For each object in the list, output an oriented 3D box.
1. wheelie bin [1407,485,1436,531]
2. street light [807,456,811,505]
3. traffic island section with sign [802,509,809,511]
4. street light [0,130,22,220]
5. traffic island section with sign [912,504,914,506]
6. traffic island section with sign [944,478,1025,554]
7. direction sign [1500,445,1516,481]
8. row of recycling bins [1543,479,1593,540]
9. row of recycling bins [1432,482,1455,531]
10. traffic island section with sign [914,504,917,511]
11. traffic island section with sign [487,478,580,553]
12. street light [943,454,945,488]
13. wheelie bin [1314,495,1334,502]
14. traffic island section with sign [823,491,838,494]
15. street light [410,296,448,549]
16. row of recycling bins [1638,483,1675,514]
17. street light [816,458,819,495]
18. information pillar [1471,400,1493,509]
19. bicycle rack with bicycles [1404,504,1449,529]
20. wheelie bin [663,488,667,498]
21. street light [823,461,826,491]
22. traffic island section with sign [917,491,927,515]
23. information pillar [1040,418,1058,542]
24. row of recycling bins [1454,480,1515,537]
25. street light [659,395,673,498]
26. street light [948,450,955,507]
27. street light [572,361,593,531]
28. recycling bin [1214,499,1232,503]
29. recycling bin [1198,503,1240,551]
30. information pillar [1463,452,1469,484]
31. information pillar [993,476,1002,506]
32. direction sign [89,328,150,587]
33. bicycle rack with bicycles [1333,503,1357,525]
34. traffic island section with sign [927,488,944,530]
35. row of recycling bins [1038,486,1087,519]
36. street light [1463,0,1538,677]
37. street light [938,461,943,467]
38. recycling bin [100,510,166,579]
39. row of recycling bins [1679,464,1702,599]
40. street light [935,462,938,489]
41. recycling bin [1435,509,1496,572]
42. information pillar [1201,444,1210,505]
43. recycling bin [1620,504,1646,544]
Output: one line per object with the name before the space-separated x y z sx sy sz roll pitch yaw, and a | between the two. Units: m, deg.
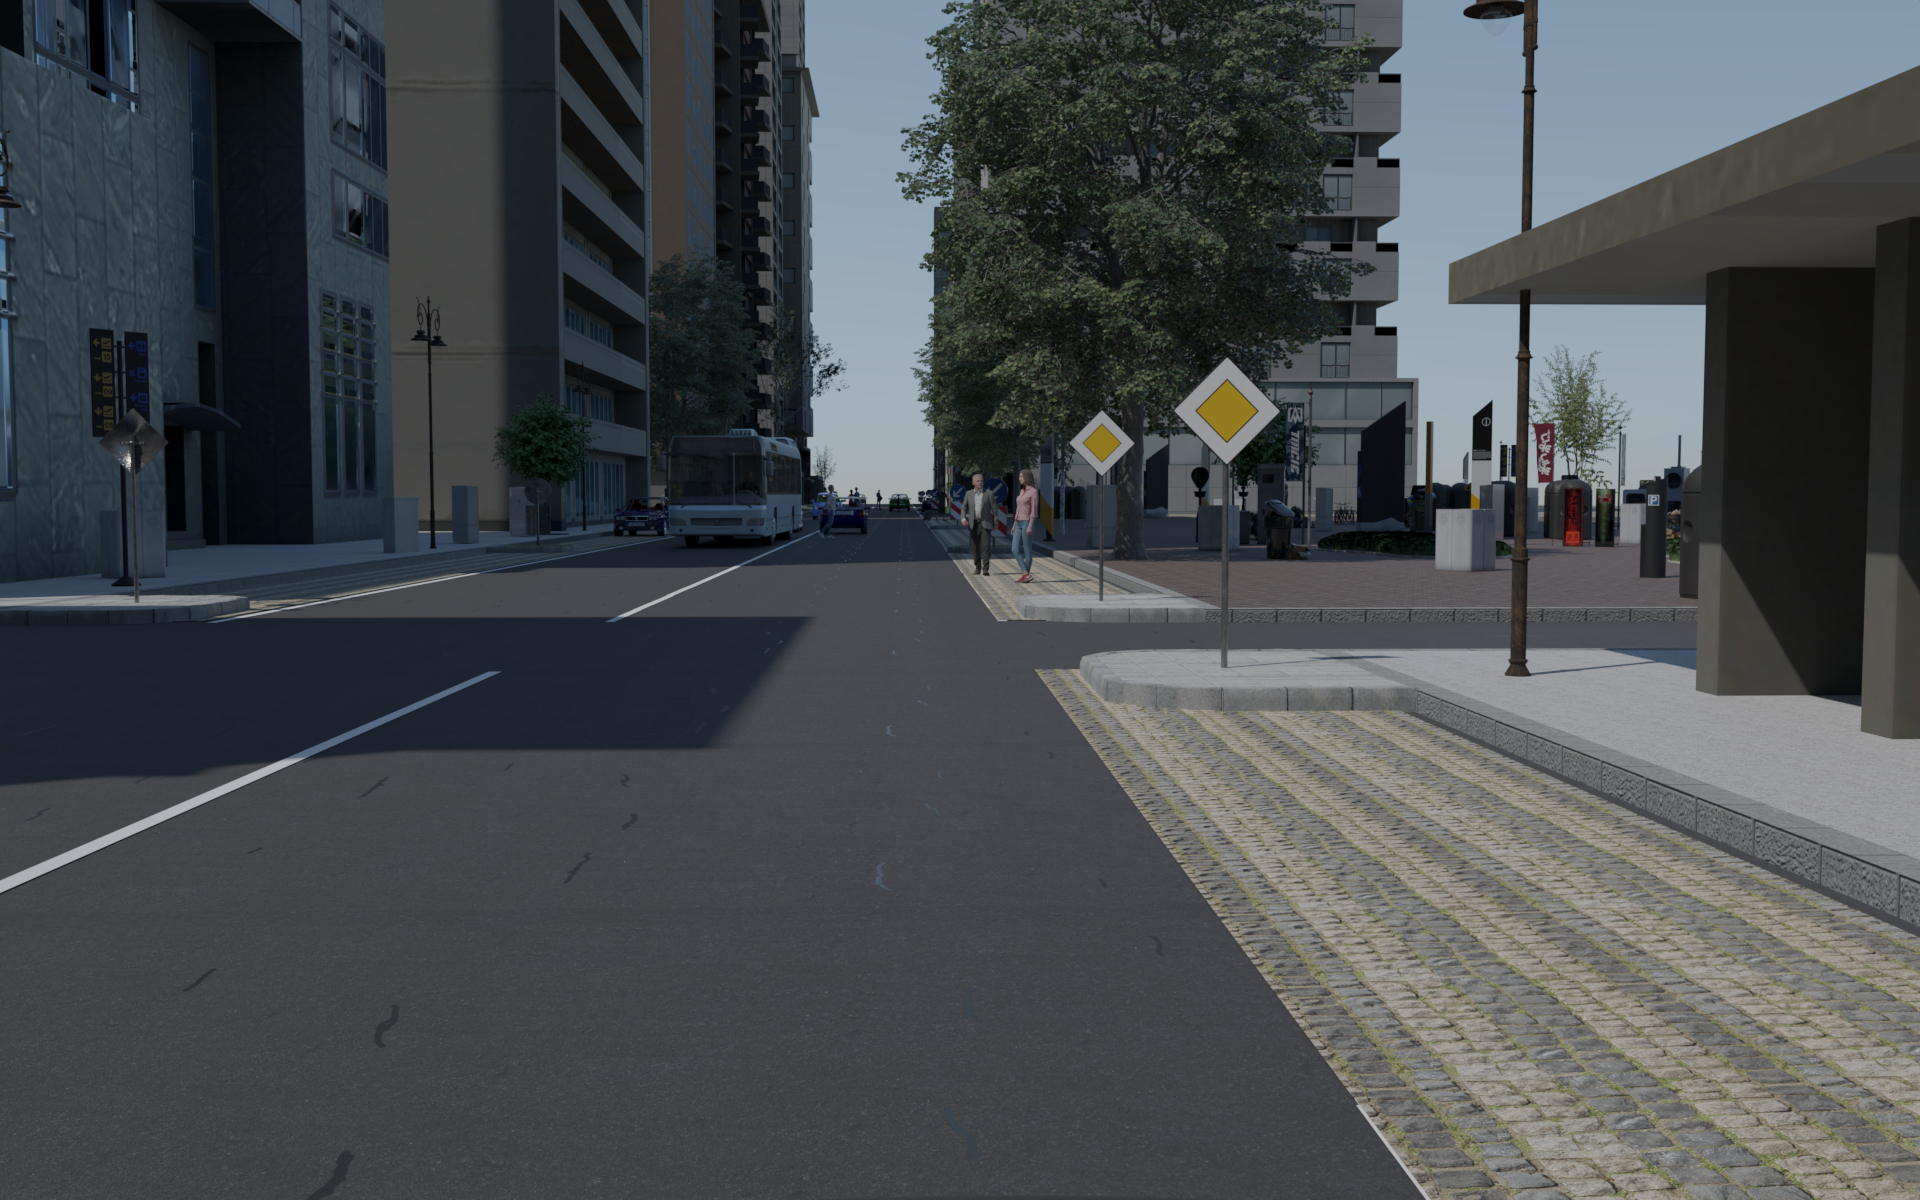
wheelie bin | 16.013 -3.185 59.982 0.980 1.594 0.693 0 4 -2
street light | -17.520 -13.900 200.057 0.468 5.910 1.993 0 4 -2
traffic island section with sign | -13.845 -8.485 147.363 1.989 1.847 2.006 0 4 -2
street light | -11.701 -2.922 20.555 0.468 5.910 1.993 0 4 -2
traffic island section with sign | -4.503 -11.903 203.246 1.989 1.847 2.006 0 4 -2
traffic island section with sign | 0.690 -2.061 42.318 1.989 1.847 2.006 0 4 -2
direction sign | 25.113 -5.337 79.259 0.876 3.537 0.379 0 4 -8
row of recycling bins | 17.386 -2.605 49.700 1.069 1.692 3.534 1 4 10
row of recycling bins | 18.152 -3.314 61.296 3.534 1.692 1.069 0 4 -6
traffic island section with sign | -2.723 -8.507 147.712 1.989 1.847 2.006 0 4 -2
traffic island section with sign | -10.441 -2.080 42.635 1.989 1.847 2.006 0 4 -2
street light | -1.157 -12.184 172.002 0.468 5.910 1.993 0 4 -2
wheelie bin | 18.960 -5.035 90.224 0.980 1.594 0.693 1 4 10
traffic island section with sign | -15.637 -11.874 202.774 1.989 1.847 2.006 0 4 -2
street light | -12.386 -4.143 40.533 0.468 5.910 1.993 0 4 -2
row of recycling bins | 26.278 -3.425 63.106 1.069 1.692 3.534 -2 4 -34
street light | -18.110 -15.147 220.442 0.468 5.910 1.993 0 4 -2
information pillar | 12.950 -3.156 42.952 0.504 3.616 0.183 1 4 14
bicycle rack with bicycles | 17.760 -3.086 63.834 2.852 0.926 2.925 -3 4 -36
wheelie bin | -15.657 -5.255 93.826 0.980 1.594 0.693 0 4 -5
street light | -18.875 -16.422 241.288 0.468 5.910 1.993 0 4 -2
traffic island section with sign | -1.844 -6.859 120.771 1.989 1.847 2.006 0 4 -2
information pillar | 2.370 -3.400 46.952 0.183 3.616 0.504 -3 4 -38
row of recycling bins | 16.441 -2.840 53.540 1.069 1.692 3.534 0 4 -1
street light | -13.684 -6.612 80.894 0.468 5.910 1.993 0 4 -2
street light | -0.568 -10.962 152.021 0.468 5.910 1.993 0 4 -2
street light | -13.154 -5.365 60.508 0.468 5.910 1.993 0 4 -2
recycling bin | 13.639 -4.731 89.907 0.722 1.027 0.722 2 4 33
recycling bin | 5.900 -1.646 39.467 0.722 1.027 0.722 3 4 36
information pillar | 27.882 -6.370 95.512 0.504 3.616 0.183 -3 5 -44
information pillar | 1.549 -4.106 71.619 0.304 2.012 0.304 -1 4 -16
direction sign | -11.639 -1.962 24.072 0.379 3.537 0.876 2 4 28
bicycle rack with bicycles | 16.533 -3.608 72.379 2.925 0.926 2.852 -3 5 -43
traffic island section with sign | -0.222 -3.775 70.350 1.989 1.847 2.006 0 4 -2
row of recycling bins | 5.335 -5.076 90.112 1.069 1.692 3.534 -3 4 -36
street light | 3.941 -2.402 12.059 0.468 5.910 1.993 0 4 -2
street light | -1.871 -13.515 193.755 0.468 5.910 1.993 0 4 -2
recycling bin | -12.704 -0.859 26.601 0.722 1.027 0.722 3 5 43
row of recycling bins | 10.615 -0.843 20.894 3.534 1.692 1.069 1 4 16
street light | -2.585 -14.773 214.332 0.468 5.910 1.993 0 4 -2
recycling bin | 8.444 -1.001 28.916 0.722 1.027 0.722 -3 4 -37
information pillar | 10.236 -4.941 72.136 0.183 3.616 0.504 -2 4 -30
recycling bin | 17.468 -1.952 44.462 0.722 1.027 0.722 -1 4 -20
